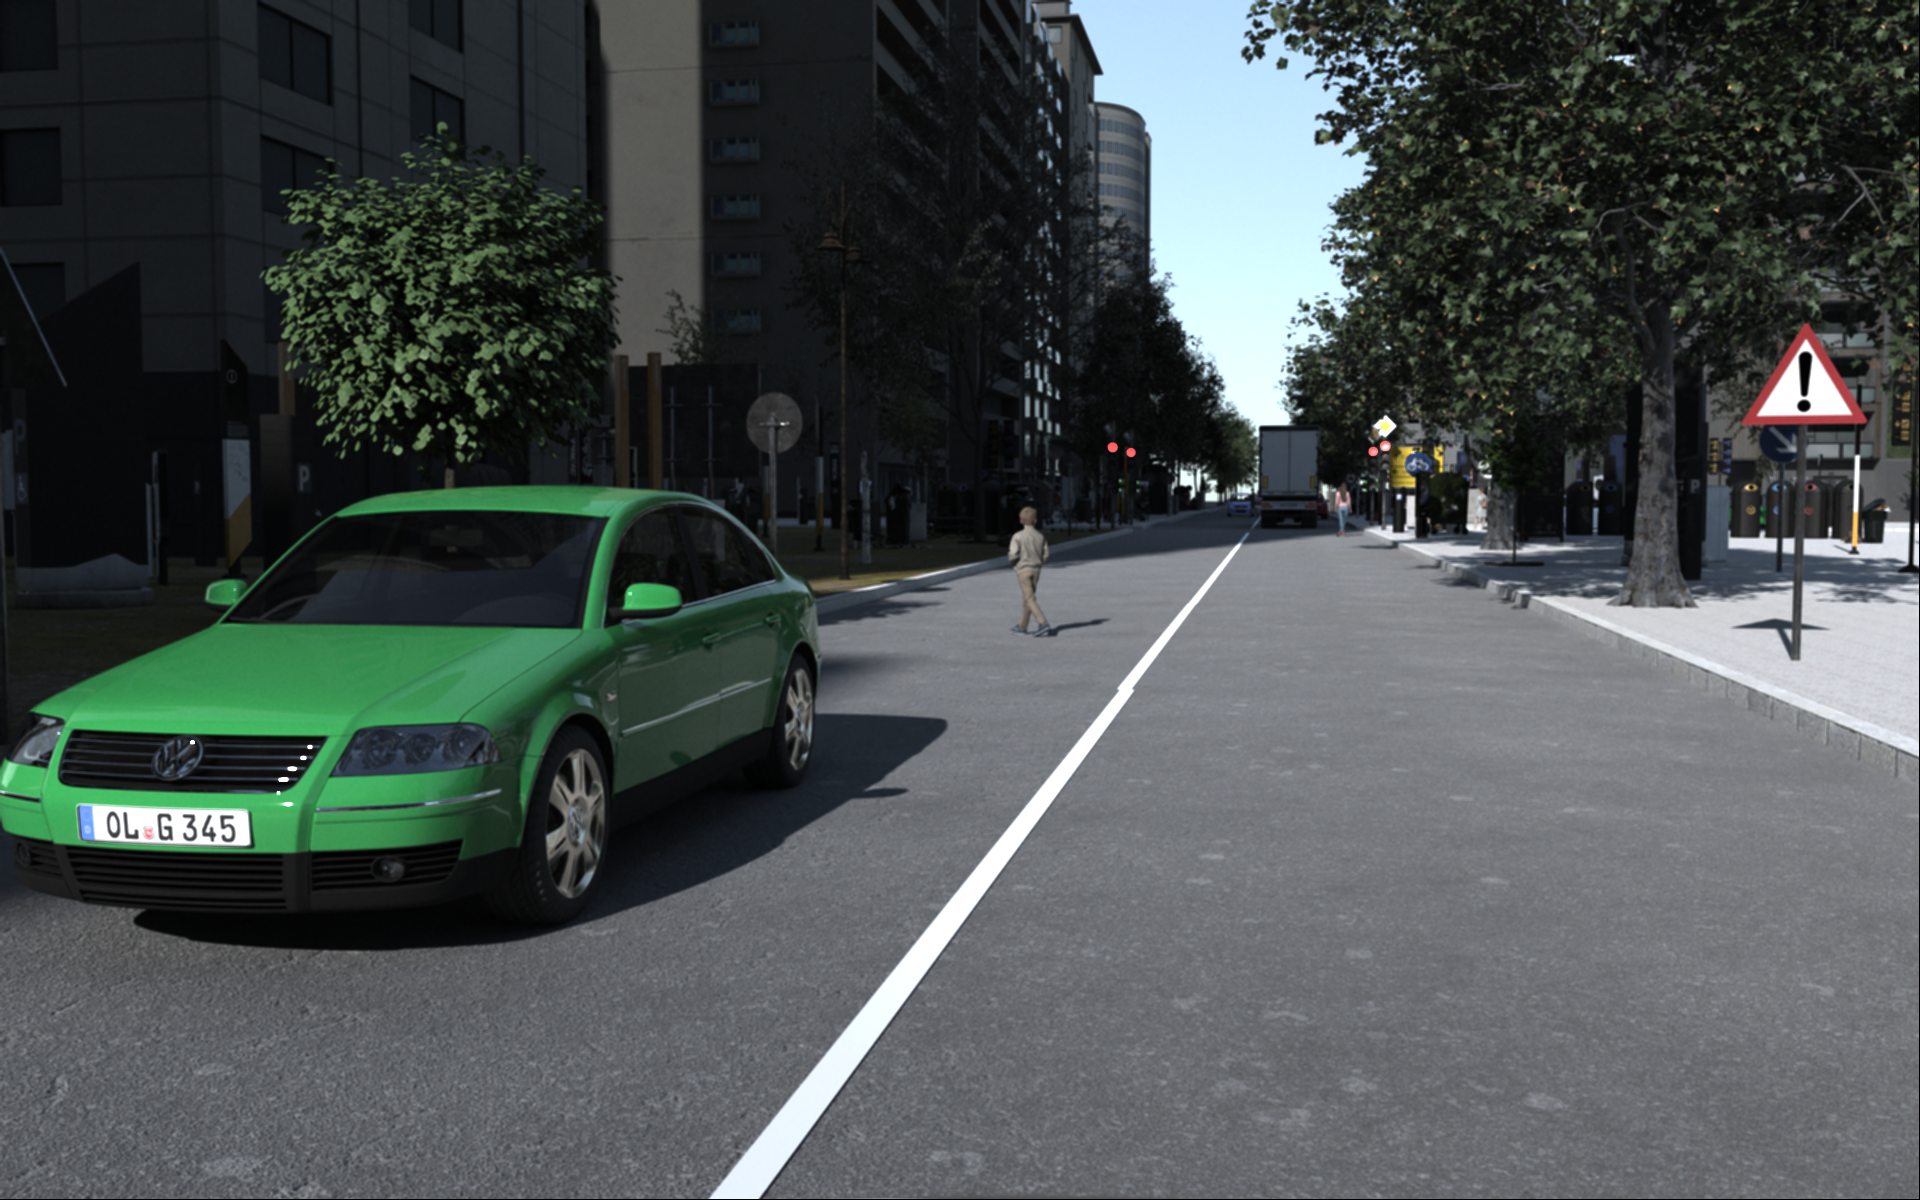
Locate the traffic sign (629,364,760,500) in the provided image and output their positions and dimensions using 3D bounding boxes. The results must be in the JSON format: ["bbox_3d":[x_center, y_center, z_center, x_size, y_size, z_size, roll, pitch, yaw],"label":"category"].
[{"bbox_3d":[-4.224,-2.046,27.320,2.265,3.308,0.079,1,4,15],"label":"traffic sign"}]

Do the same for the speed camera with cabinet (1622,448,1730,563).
[{"bbox_3d":[13.385,-2.325,32.347,2.038,3.252,0.660,-1,4,-20],"label":"speed camera with cabinet"}]

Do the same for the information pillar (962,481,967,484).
[{"bbox_3d":[0.266,-5.862,100.330,0.304,2.012,0.304,0,4,1],"label":"information pillar"}]

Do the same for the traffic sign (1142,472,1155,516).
[{"bbox_3d":[10.931,-6.138,100.458,0.768,2.556,0.104,1,4,20],"label":"traffic sign"}]

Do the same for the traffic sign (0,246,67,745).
[{"bbox_3d":[-4.899,-0.538,8.803,0.884,2.594,0.081,1,4,19],"label":"traffic sign"}]

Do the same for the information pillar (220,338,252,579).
[{"bbox_3d":[-11.025,-2.141,26.364,0.183,3.616,0.504,1,4,20],"label":"information pillar"}]

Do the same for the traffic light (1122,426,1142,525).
[{"bbox_3d":[7.068,-5.031,71.181,0.839,4.253,0.868,1,4,10],"label":"traffic light"}]

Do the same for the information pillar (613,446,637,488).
[{"bbox_3d":[-5.184,-1.367,26.844,0.304,2.012,0.304,-2,4,-29],"label":"information pillar"}]

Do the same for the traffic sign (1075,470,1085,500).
[{"bbox_3d":[5.654,-5.113,83.706,0.768,2.556,0.104,1,4,12],"label":"traffic sign"}]

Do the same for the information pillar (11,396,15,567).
[{"bbox_3d":[-16.589,-2.391,30.439,0.183,3.616,0.504,-2,4,-28],"label":"information pillar"}]

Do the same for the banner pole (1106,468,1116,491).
[{"bbox_3d":[12.348,-9.443,144.408,0.401,3.779,0.863,3,5,42],"label":"banner pole"}]

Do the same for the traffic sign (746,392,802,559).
[{"bbox_3d":[-2.341,-1.321,21.704,0.768,2.556,0.104,1,4,19],"label":"traffic sign"}]

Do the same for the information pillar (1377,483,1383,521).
[{"bbox_3d":[19.786,-5.499,81.264,0.183,3.616,0.504,0,4,-7],"label":"information pillar"}]

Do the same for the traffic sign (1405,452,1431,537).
[{"bbox_3d":[13.775,-3.184,52.169,0.768,2.556,0.104,1,4,14],"label":"traffic sign"}]

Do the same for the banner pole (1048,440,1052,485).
[{"bbox_3d":[4.178,-5.532,80.472,0.401,3.779,0.863,-1,4,-9],"label":"banner pole"}]

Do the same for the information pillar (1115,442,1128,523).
[{"bbox_3d":[7.264,-5.254,77.262,0.504,3.616,0.183,1,4,19],"label":"information pillar"}]

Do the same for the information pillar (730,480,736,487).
[{"bbox_3d":[-11.706,-5.222,89.867,0.304,2.012,0.304,-3,5,-39],"label":"information pillar"}]

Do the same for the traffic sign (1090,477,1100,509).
[{"bbox_3d":[8.117,-6.228,103.952,0.606,2.300,0.079,1,4,18],"label":"traffic sign"}]

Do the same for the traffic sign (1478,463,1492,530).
[{"bbox_3d":[17.810,-3.559,58.303,0.768,2.556,0.104,1,4,16],"label":"traffic sign"}]

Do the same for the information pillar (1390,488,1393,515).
[{"bbox_3d":[25.938,-6.070,103.740,0.304,2.012,0.304,0,4,-1],"label":"information pillar"}]

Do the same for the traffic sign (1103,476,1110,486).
[{"bbox_3d":[9.322,-6.772,111.912,0.795,2.450,0.064,1,4,11],"label":"traffic sign"}]

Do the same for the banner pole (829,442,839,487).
[{"bbox_3d":[-5.178,-5.109,73.545,0.863,3.779,0.401,2,4,24],"label":"banner pole"}]

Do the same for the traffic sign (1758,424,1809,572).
[{"bbox_3d":[13.540,-1.740,28.552,0.768,2.556,0.104,1,4,11],"label":"traffic sign"}]

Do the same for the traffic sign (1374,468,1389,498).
[{"bbox_3d":[19.055,-4.804,78.550,0.884,2.594,0.081,1,4,13],"label":"traffic sign"}]

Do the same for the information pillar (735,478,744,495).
[{"bbox_3d":[-9.644,-5.200,76.366,0.504,3.616,0.183,0,4,3],"label":"information pillar"}]

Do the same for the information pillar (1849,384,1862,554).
[{"bbox_3d":[19.161,-2.793,37.016,0.183,3.616,0.504,2,4,24],"label":"information pillar"}]

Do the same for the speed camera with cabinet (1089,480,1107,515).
[{"bbox_3d":[8.543,-6.918,107.444,0.660,3.252,2.038,1,4,21],"label":"speed camera with cabinet"}]

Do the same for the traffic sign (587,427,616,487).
[{"bbox_3d":[-5.394,-1.481,26.345,0.606,2.300,0.079,1,4,15],"label":"traffic sign"}]

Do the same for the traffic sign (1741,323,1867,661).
[{"bbox_3d":[6.451,-0.813,13.294,0.884,2.594,0.081,1,4,14],"label":"traffic sign"}]

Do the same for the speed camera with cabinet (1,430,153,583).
[{"bbox_3d":[-13.123,-1.913,25.606,0.660,3.252,2.038,3,5,43],"label":"speed camera with cabinet"}]

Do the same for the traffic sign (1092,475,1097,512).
[{"bbox_3d":[8.344,-6.463,105.779,0.768,2.556,0.104,1,4,18],"label":"traffic sign"}]

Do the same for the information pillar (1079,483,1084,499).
[{"bbox_3d":[7.890,-6.602,112.430,0.304,2.012,0.304,-1,4,-15],"label":"information pillar"}]

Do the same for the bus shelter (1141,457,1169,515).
[{"bbox_3d":[12.579,-7.259,109.965,1.731,3.624,6.357,1,4,10],"label":"bus shelter"}]

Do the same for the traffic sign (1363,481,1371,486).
[{"bbox_3d":[27.270,-7.075,115.674,0.884,2.594,0.081,1,4,12],"label":"traffic sign"}]

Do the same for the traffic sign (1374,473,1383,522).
[{"bbox_3d":[19.495,-4.862,80.675,0.795,2.450,0.064,1,4,16],"label":"traffic sign"}]

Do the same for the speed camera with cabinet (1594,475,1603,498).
[{"bbox_3d":[30.682,-5.504,84.322,0.660,3.252,2.038,-3,4,-37],"label":"speed camera with cabinet"}]

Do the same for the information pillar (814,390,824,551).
[{"bbox_3d":[-3.148,-2.898,38.736,0.183,3.616,0.504,-1,4,-15],"label":"information pillar"}]

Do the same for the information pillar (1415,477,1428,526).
[{"bbox_3d":[15.155,-3.204,56.872,0.304,2.012,0.304,-2,4,-34],"label":"information pillar"}]

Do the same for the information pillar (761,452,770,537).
[{"bbox_3d":[-5.753,-3.666,51.295,0.183,3.616,0.504,-1,4,-18],"label":"information pillar"}]

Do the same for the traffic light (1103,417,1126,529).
[{"bbox_3d":[5.622,-4.551,63.328,0.839,4.253,0.868,1,4,10],"label":"traffic light"}]

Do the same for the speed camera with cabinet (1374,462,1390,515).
[{"bbox_3d":[26.268,-6.869,106.643,0.660,3.252,2.038,-2,4,-27],"label":"speed camera with cabinet"}]

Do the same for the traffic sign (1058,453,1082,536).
[{"bbox_3d":[3.385,-3.263,53.456,0.768,2.556,0.104,1,4,13],"label":"traffic sign"}]

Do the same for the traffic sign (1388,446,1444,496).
[{"bbox_3d":[19.314,-4.861,73.346,2.265,3.308,0.079,1,4,17],"label":"traffic sign"}]

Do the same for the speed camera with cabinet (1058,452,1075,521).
[{"bbox_3d":[5.119,-5.360,81.968,0.660,3.252,2.038,0,4,5],"label":"speed camera with cabinet"}]

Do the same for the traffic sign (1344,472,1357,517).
[{"bbox_3d":[22.262,-6.032,98.724,0.768,2.556,0.104,1,4,15],"label":"traffic sign"}]

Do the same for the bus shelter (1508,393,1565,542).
[{"bbox_3d":[16.516,-4.440,50.224,2.179,5.291,8.768,1,4,10],"label":"bus shelter"}]

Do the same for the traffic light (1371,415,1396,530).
[{"bbox_3d":[15.078,-4.446,61.610,0.839,4.253,0.868,1,4,10],"label":"traffic light"}]

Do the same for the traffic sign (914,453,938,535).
[{"bbox_3d":[-1.058,-3.270,53.570,0.768,2.556,0.104,1,4,12],"label":"traffic sign"}]

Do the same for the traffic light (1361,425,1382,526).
[{"bbox_3d":[16.524,-4.926,69.463,0.839,4.253,0.868,1,4,10],"label":"traffic light"}]

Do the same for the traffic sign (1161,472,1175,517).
[{"bbox_3d":[11.784,-6.005,98.283,0.768,2.556,0.104,1,4,13],"label":"traffic sign"}]
